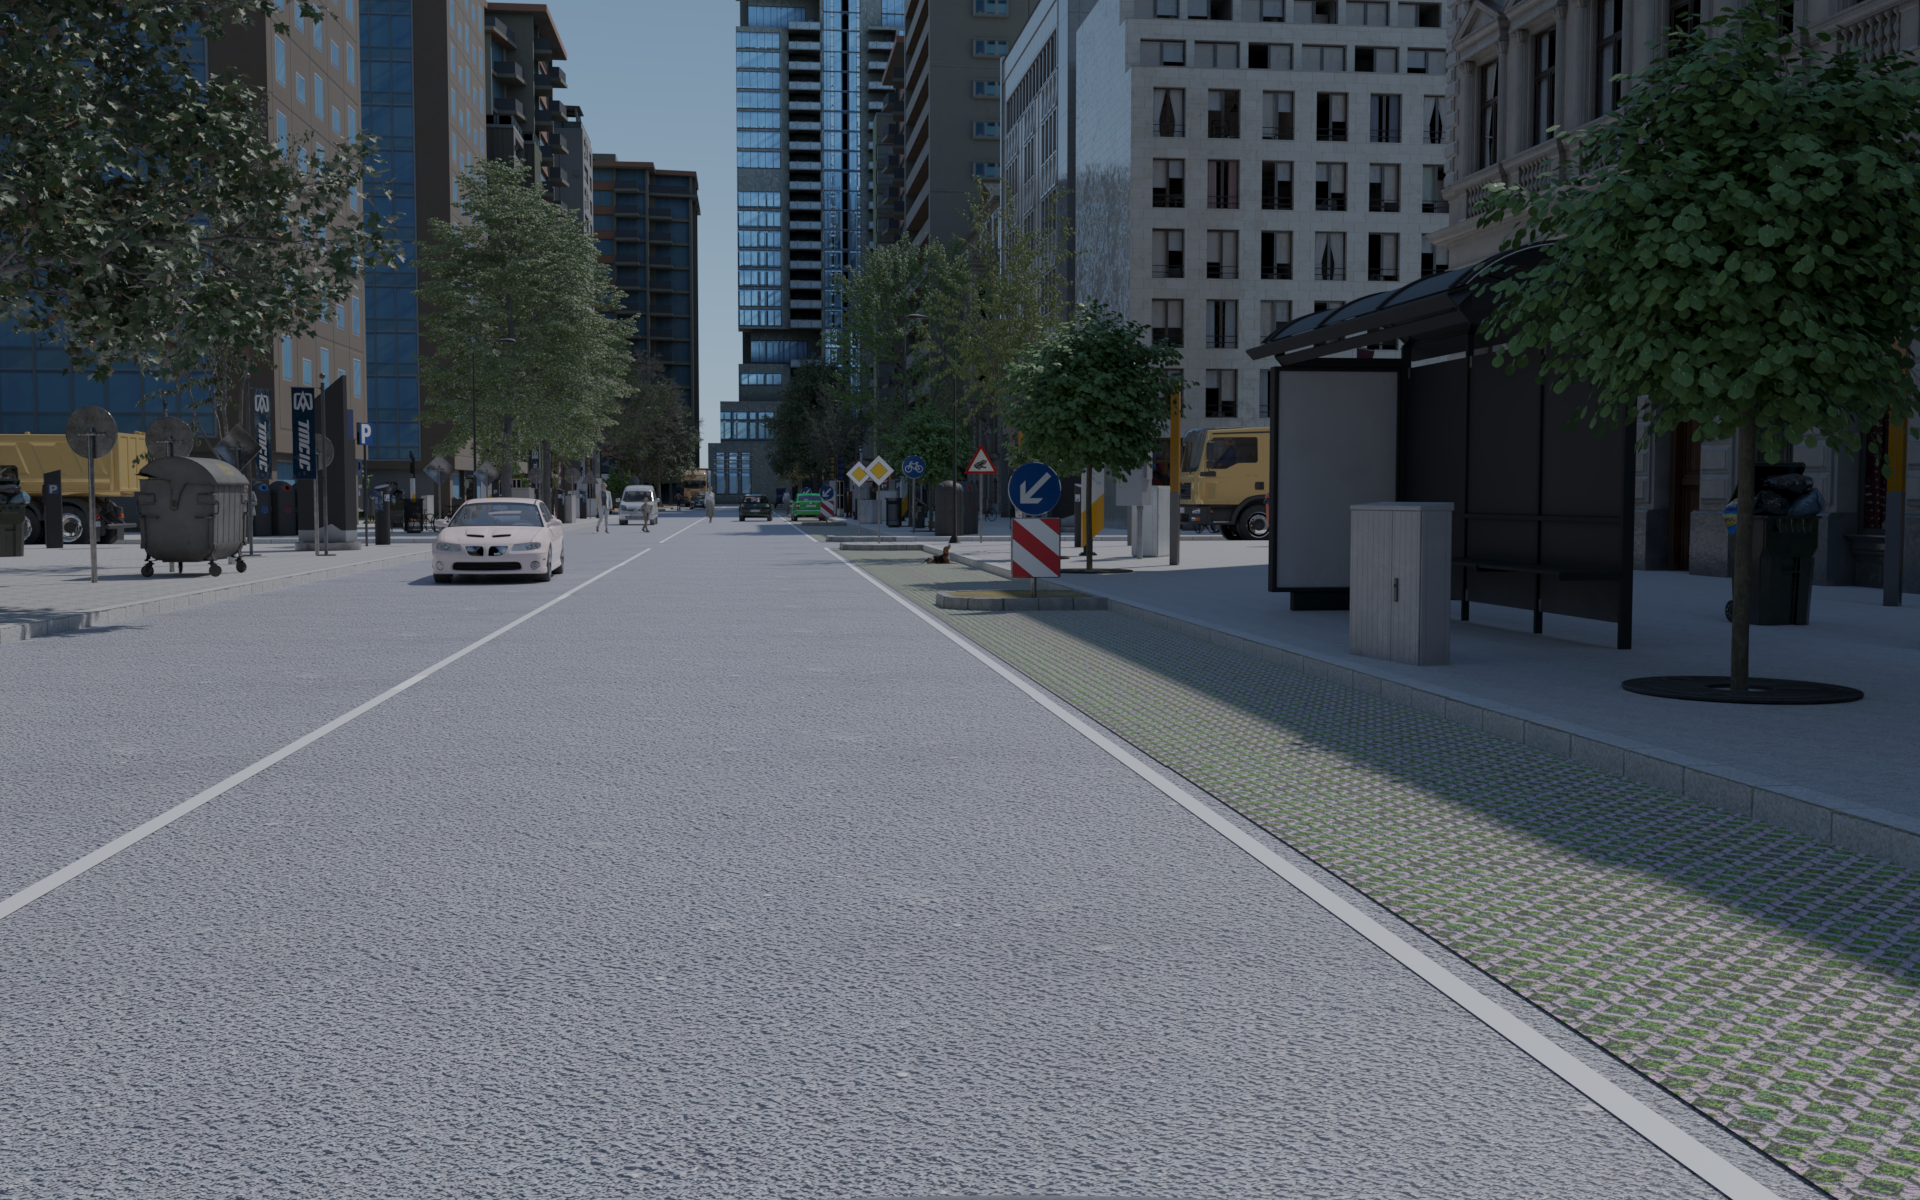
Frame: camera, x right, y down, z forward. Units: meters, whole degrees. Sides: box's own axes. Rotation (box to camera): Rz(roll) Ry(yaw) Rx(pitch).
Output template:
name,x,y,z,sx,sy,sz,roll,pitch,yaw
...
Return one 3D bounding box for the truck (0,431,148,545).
name,x,y,z,sx,sy,sz,roll,pitch,yaw
truck,-26.923,-3.042,45.668,9.791,3.379,3.469,0,4,-8

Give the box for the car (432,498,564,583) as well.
name,x,y,z,sx,sy,sz,roll,pitch,yaw
car,-7.838,-1.057,29.651,2.083,1.381,4.827,-1,4,-9

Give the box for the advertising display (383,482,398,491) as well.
name,x,y,z,sx,sy,sz,roll,pitch,yaw
advertising display,-29.965,-5.258,91.182,0.974,1.923,0.123,2,4,32

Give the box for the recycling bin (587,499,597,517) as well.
name,x,y,z,sx,sy,sz,roll,pitch,yaw
recycling bin,-20.672,-5.161,96.931,0.722,1.027,0.722,-3,5,-44

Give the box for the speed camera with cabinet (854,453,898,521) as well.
name,x,y,z,sx,sy,sz,roll,pitch,yaw
speed camera with cabinet,-4.008,-5.417,82.902,2.038,3.252,0.660,0,4,4

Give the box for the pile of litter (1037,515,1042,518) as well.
name,x,y,z,sx,sy,sz,roll,pitch,yaw
pile of litter,2.960,-3.453,70.420,1.176,0.858,1.719,-1,4,-19

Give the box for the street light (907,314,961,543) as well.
name,x,y,z,sx,sy,sz,roll,pitch,yaw
street light,-0.681,-4.428,44.940,1.470,5.913,1.316,0,4,-7

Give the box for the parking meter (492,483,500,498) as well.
name,x,y,z,sx,sy,sz,roll,pitch,yaw
parking meter,-23.721,-5.060,88.445,0.399,1.863,0.255,-1,4,-11

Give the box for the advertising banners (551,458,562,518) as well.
name,x,y,z,sx,sy,sz,roll,pitch,yaw
advertising banners,-19.662,-5.389,84.299,0.090,3.025,2.074,-2,4,-27

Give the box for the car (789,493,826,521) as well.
name,x,y,z,sx,sy,sz,roll,pitch,yaw
car,-8.032,-5.076,91.792,1.959,1.807,4.718,0,4,-8

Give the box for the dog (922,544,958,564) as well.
name,x,y,z,sx,sy,sz,roll,pitch,yaw
dog,-0.435,-0.936,35.491,0.748,0.427,0.550,3,5,43

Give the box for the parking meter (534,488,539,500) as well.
name,x,y,z,sx,sy,sz,roll,pitch,yaw
parking meter,-19.254,-4.285,78.478,0.372,1.533,0.369,0,3,0

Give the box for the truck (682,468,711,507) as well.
name,x,y,z,sx,sy,sz,roll,pitch,yaw
truck,-28.699,-12.258,189.337,2.839,4.237,11.283,0,4,-5

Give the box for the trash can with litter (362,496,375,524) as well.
name,x,y,z,sx,sy,sz,roll,pitch,yaw
trash can with litter,-25.402,-3.936,75.417,1.678,1.210,2.233,0,4,-4

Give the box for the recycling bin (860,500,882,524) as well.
name,x,y,z,sx,sy,sz,roll,pitch,yaw
recycling bin,-3.863,-3.817,74.962,0.722,1.027,0.722,3,4,38

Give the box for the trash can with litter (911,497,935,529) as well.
name,x,y,z,sx,sy,sz,roll,pitch,yaw
trash can with litter,-1.287,-3.246,64.458,1.055,1.170,0.624,1,4,12

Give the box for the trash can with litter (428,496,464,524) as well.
name,x,y,z,sx,sy,sz,roll,pitch,yaw
trash can with litter,-22.202,-3.923,75.197,2.233,1.210,1.678,-1,4,-14

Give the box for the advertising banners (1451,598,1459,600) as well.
name,x,y,z,sx,sy,sz,roll,pitch,yaw
advertising banners,6.127,-1.507,20.828,2.074,3.025,0.090,1,4,14

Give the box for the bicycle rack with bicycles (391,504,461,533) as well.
name,x,y,z,sx,sy,sz,roll,pitch,yaw
bicycle rack with bicycles,-17.902,-2.802,59.191,2.852,0.926,2.925,1,4,23

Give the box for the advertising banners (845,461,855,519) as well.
name,x,y,z,sx,sy,sz,roll,pitch,yaw
advertising banners,-5.780,-5.835,91.594,0.090,3.025,2.074,1,4,10

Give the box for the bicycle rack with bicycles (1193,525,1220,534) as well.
name,x,y,z,sx,sy,sz,roll,pitch,yaw
bicycle rack with bicycles,8.837,-2.631,56.393,2.925,0.926,2.852,-2,4,-27

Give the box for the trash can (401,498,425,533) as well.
name,x,y,z,sx,sy,sz,roll,pitch,yaw
trash can,-17.898,-2.757,56.723,0.748,1.137,0.748,0,3,0

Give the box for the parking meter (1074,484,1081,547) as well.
name,x,y,z,sx,sy,sz,roll,pitch,yaw
parking meter,2.958,-2.051,41.949,0.372,1.533,0.369,0,3,0

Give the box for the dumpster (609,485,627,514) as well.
name,x,y,z,sx,sy,sz,roll,pitch,yaw
dumpster,-25.017,-7.492,124.995,1.502,2.255,1.985,0,4,-7

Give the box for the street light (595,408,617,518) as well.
name,x,y,z,sx,sy,sz,roll,pitch,yaw
street light,-18.927,-7.373,93.092,1.470,5.913,1.316,0,4,-7

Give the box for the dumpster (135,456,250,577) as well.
name,x,y,z,sx,sy,sz,roll,pitch,yaw
dumpster,-12.127,-1.324,27.402,1.264,1.857,1.865,0,4,-7

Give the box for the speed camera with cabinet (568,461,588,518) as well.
name,x,y,z,sx,sy,sz,roll,pitch,yaw
speed camera with cabinet,-20.354,-5.982,92.147,0.660,3.252,2.038,-2,4,-26

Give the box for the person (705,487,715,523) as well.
name,x,y,z,sx,sy,sz,roll,pitch,yaw
person,-12.437,-4.736,86.167,0.478,1.798,0.641,0,4,3

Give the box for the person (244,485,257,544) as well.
name,x,y,z,sx,sy,sz,roll,pitch,yaw
person,-19.102,-2.304,46.359,0.537,1.800,0.526,-1,4,-11

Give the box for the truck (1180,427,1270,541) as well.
name,x,y,z,sx,sy,sz,roll,pitch,yaw
truck,10.494,-3.354,50.758,9.791,3.379,3.469,0,4,-6

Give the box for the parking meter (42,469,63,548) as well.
name,x,y,z,sx,sy,sz,roll,pitch,yaw
parking meter,-21.464,-2.156,40.958,0.399,1.863,0.255,-2,4,-34

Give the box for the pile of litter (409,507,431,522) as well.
name,x,y,z,sx,sy,sz,roll,pitch,yaw
pile of litter,-24.937,-3.989,79.186,1.719,0.858,1.176,0,4,-2

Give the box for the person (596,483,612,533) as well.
name,x,y,z,sx,sy,sz,roll,pitch,yaw
person,-13.051,-3.362,63.345,0.514,1.842,0.818,-3,4,-36

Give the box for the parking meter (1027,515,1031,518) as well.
name,x,y,z,sx,sy,sz,roll,pitch,yaw
parking meter,2.409,-3.217,58.313,0.255,1.863,0.399,1,4,12

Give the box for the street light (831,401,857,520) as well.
name,x,y,z,sx,sy,sz,roll,pitch,yaw
street light,-5.714,-6.943,86.067,1.470,5.913,1.316,0,4,-7

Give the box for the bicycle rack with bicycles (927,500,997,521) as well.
name,x,y,z,sx,sy,sz,roll,pitch,yaw
bicycle rack with bicycles,-0.050,-4.162,81.424,2.852,0.926,2.925,-3,5,-40

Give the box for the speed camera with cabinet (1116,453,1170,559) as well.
name,x,y,z,sx,sy,sz,roll,pitch,yaw
speed camera with cabinet,3.710,-2.484,34.955,0.660,3.252,2.038,1,4,23

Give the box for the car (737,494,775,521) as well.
name,x,y,z,sx,sy,sz,roll,pitch,yaw
car,-10.843,-5.030,92.026,2.009,1.686,4.222,0,4,-5

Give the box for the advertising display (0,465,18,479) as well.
name,x,y,z,sx,sy,sz,roll,pitch,yaw
advertising display,-21.401,-2.029,38.388,0.974,1.923,0.123,-1,4,-22

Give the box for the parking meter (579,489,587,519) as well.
name,x,y,z,sx,sy,sz,roll,pitch,yaw
parking meter,-19.462,-4.956,89.439,0.372,1.533,0.369,0,3,0

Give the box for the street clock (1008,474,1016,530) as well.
name,x,y,z,sx,sy,sz,roll,pitch,yaw
street clock,1.895,-3.514,62.019,0.358,2.002,0.471,-1,4,-13

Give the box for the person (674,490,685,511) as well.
name,x,y,z,sx,sy,sz,roll,pitch,yaw
person,-23.815,-8.429,147.030,1.217,1.736,0.721,2,4,35

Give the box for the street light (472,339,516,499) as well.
name,x,y,z,sx,sy,sz,roll,pitch,yaw
street light,-13.974,-4.850,51.835,1.470,5.913,1.316,0,4,-7

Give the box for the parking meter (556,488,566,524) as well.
name,x,y,z,sx,sy,sz,roll,pitch,yaw
parking meter,-17.289,-4.075,75.042,0.372,1.533,0.369,0,3,0

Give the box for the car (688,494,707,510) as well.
name,x,y,z,sx,sy,sz,roll,pitch,yaw
car,-23.813,-9.082,158.278,2.009,1.686,4.222,0,4,-7

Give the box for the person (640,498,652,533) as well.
name,x,y,z,sx,sy,sz,roll,pitch,yaw
person,-11.704,-3.173,64.643,0.475,1.303,0.640,-3,5,-45

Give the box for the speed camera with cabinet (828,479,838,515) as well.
name,x,y,z,sx,sy,sz,roll,pitch,yaw
speed camera with cabinet,-7.644,-6.769,105.001,0.660,3.252,2.038,0,4,1

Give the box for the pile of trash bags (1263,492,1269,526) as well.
name,x,y,z,sx,sy,sz,roll,pitch,yaw
pile of trash bags,8.939,-2.058,43.409,3.447,1.369,1.912,-3,4,-36

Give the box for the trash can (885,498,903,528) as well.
name,x,y,z,sx,sy,sz,roll,pitch,yaw
trash can,-2.532,-3.348,66.396,0.748,1.137,0.748,0,3,0

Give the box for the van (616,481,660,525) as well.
name,x,y,z,sx,sy,sz,roll,pitch,yaw
van,-15.042,-4.529,81.059,2.013,2.044,4.112,0,4,-7

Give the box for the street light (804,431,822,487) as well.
name,x,y,z,sx,sy,sz,roll,pitch,yaw
street light,-10.711,-9.439,126.871,1.470,5.913,1.316,0,4,-7

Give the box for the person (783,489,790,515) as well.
name,x,y,z,sx,sy,sz,roll,pitch,yaw
person,-12.019,-6.834,120.461,0.478,1.798,0.641,2,4,26

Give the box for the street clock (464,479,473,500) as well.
name,x,y,z,sx,sy,sz,roll,pitch,yaw
street clock,-23.656,-4.823,83.425,0.471,2.002,0.358,3,5,42

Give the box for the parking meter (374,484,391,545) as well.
name,x,y,z,sx,sy,sz,roll,pitch,yaw
parking meter,-14.568,-2.157,43.679,0.372,1.533,0.369,0,3,0
